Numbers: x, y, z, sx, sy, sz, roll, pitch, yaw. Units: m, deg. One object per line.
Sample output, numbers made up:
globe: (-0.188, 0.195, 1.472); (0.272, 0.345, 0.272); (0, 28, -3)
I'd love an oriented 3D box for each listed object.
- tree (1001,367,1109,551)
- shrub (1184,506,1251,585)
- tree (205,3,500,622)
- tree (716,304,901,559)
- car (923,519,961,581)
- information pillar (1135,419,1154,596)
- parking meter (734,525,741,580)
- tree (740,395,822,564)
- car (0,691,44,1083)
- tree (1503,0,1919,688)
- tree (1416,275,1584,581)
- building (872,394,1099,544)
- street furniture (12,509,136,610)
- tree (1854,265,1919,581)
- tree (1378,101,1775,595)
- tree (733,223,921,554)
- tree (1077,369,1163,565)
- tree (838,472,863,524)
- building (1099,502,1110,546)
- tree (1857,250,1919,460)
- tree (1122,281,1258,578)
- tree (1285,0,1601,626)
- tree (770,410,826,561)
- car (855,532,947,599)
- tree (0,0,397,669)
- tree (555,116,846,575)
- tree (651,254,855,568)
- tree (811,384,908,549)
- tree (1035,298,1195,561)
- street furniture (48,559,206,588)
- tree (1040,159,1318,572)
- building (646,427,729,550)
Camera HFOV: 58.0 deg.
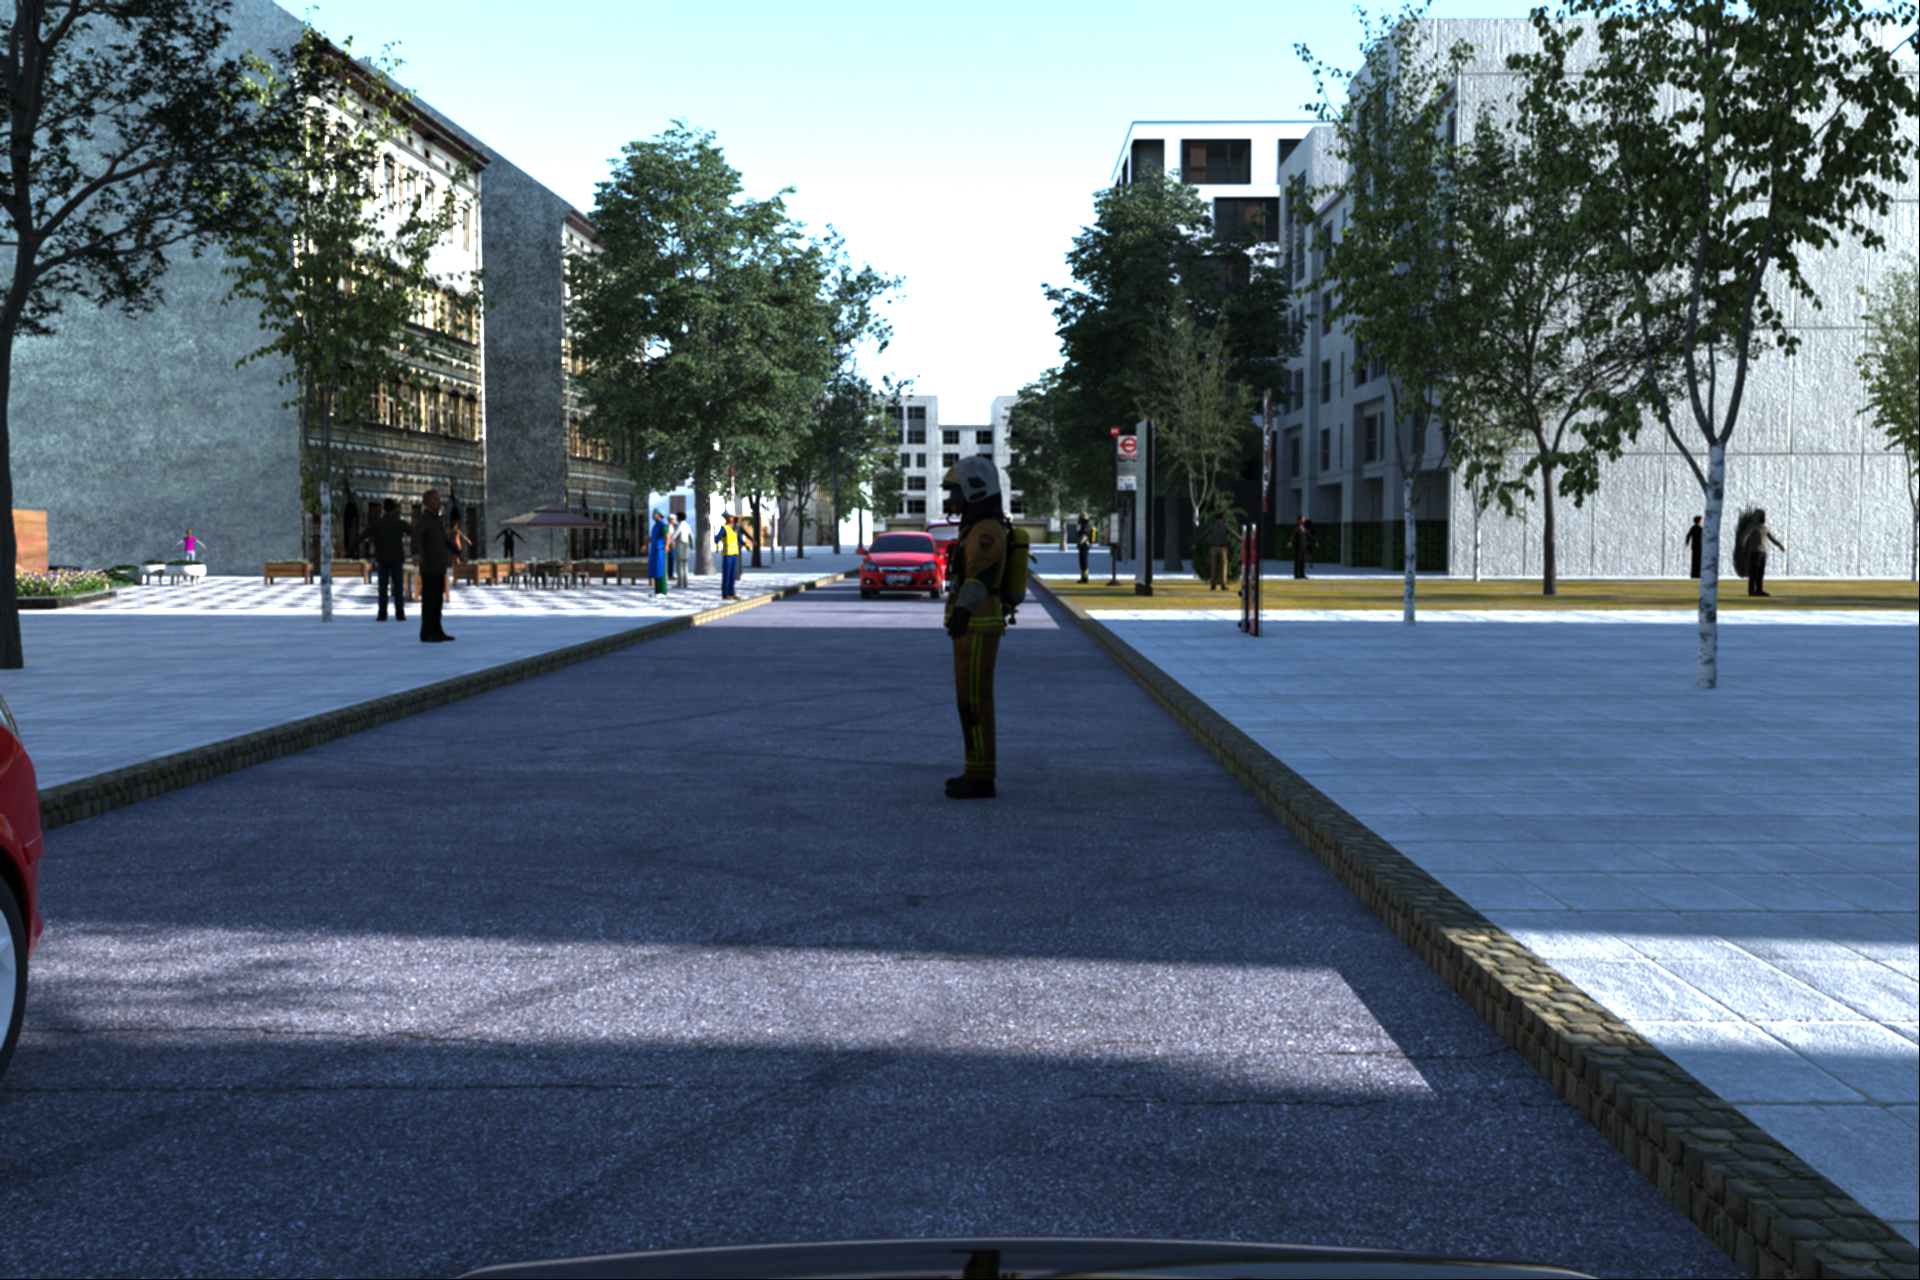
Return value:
tree: (7.664, -13.644, 129.726); (9.857, 13.997, 8.962); (0, 3, 0)
shrub: (6.589, -2.427, 44.104); (1.690, 2.028, 1.600); (0, 3, 0)
tree: (-9.087, -4.579, 25.233); (4.737, 8.622, 4.395); (0, 3, 0)
tree: (-8.291, -11.041, 90.883); (12.009, 13.543, 11.850); (0, 3, 0)
car: (-0.155, -2.237, 45.243); (2.281, 1.827, 5.304); (0, 4, 0)
information pillar: (3.866, -2.754, 36.340); (0.184, 3.620, 1.656); (0, 4, -1)
parking meter: (-6.309, -2.437, 48.264); (0.372, 1.533, 0.369); (0, 3, 0)
tree: (-8.044, -7.606, 74.726); (4.737, 8.622, 4.395); (0, 3, 0)
car: (-3.281, 0.391, 2.654); (2.155, 1.783, 4.494); (0, 4, 1)
tree: (6.346, -3.920, 14.451); (4.737, 8.622, 4.395); (0, 3, 0)
tree: (13.960, -5.921, 47.169); (4.360, 8.622, 3.978); (0, 3, 0)
building: (4.336, -21.844, 226.066); (31.486, 18.905, 16.747); (0, 4, -2)
street furniture: (-18.374, -1.548, 32.164); (9.812, 1.723, 11.010); (-1, 4, -17)
tree: (26.097, -5.902, 46.853); (4.737, 8.622, 4.395); (0, 3, 0)
tree: (12.660, -6.250, 36.600); (8.767, 10.594, 7.601); (2, 4, 27)
tree: (-8.669, -15.441, 108.357); (12.611, 20.169, 13.585); (0, 3, 0)
tree: (6.855, -7.443, 72.057); (4.737, 8.622, 4.395); (0, 3, 0)
tree: (-15.987, -18.602, 222.270); (7.486, 12.596, 7.792); (0, 3, 0)
building: (24.640, -21.526, 182.884); (19.493, 23.208, 18.063); (0, 4, 1)
tree: (23.443, -5.607, 42.029); (4.360, 8.622, 3.978); (0, 3, 0)
tree: (7.002, -6.121, 50.438); (4.360, 8.622, 3.978); (0, 3, 0)
tree: (6.322, -4.490, 23.772); (4.737, 8.622, 4.395); (0, 3, 0)
tree: (-8.269, -7.990, 81.004); (4.737, 8.622, 4.395); (0, 3, 0)
car: (-1.289, -1.880, 39.782); (2.155, 1.783, 4.494); (0, 4, 1)
tree: (-9.191, -4.983, 15.889); (8.767, 10.594, 7.601); (1, 4, 12)
tree: (-7.948, -8.989, 53.631); (9.857, 13.997, 8.962); (0, 3, 0)
tree: (-7.840, -8.557, 65.668); (9.928, 11.665, 9.643); (0, 3, 0)
tree: (-7.968, -13.034, 131.236); (7.486, 12.596, 7.792); (0, 3, 0)
tree: (7.389, -9.947, 80.763); (7.486, 12.596, 7.792); (0, 3, 0)
street furniture: (-23.679, -1.699, 43.408); (10.072, 0.657, 5.734); (2, 4, 31)
tree: (7.312, -9.323, 59.091); (9.857, 13.997, 8.962); (0, 3, 0)
building: (-24.315, -12.681, 149.478); (9.099, 9.664, 28.070); (0, 4, 1)
